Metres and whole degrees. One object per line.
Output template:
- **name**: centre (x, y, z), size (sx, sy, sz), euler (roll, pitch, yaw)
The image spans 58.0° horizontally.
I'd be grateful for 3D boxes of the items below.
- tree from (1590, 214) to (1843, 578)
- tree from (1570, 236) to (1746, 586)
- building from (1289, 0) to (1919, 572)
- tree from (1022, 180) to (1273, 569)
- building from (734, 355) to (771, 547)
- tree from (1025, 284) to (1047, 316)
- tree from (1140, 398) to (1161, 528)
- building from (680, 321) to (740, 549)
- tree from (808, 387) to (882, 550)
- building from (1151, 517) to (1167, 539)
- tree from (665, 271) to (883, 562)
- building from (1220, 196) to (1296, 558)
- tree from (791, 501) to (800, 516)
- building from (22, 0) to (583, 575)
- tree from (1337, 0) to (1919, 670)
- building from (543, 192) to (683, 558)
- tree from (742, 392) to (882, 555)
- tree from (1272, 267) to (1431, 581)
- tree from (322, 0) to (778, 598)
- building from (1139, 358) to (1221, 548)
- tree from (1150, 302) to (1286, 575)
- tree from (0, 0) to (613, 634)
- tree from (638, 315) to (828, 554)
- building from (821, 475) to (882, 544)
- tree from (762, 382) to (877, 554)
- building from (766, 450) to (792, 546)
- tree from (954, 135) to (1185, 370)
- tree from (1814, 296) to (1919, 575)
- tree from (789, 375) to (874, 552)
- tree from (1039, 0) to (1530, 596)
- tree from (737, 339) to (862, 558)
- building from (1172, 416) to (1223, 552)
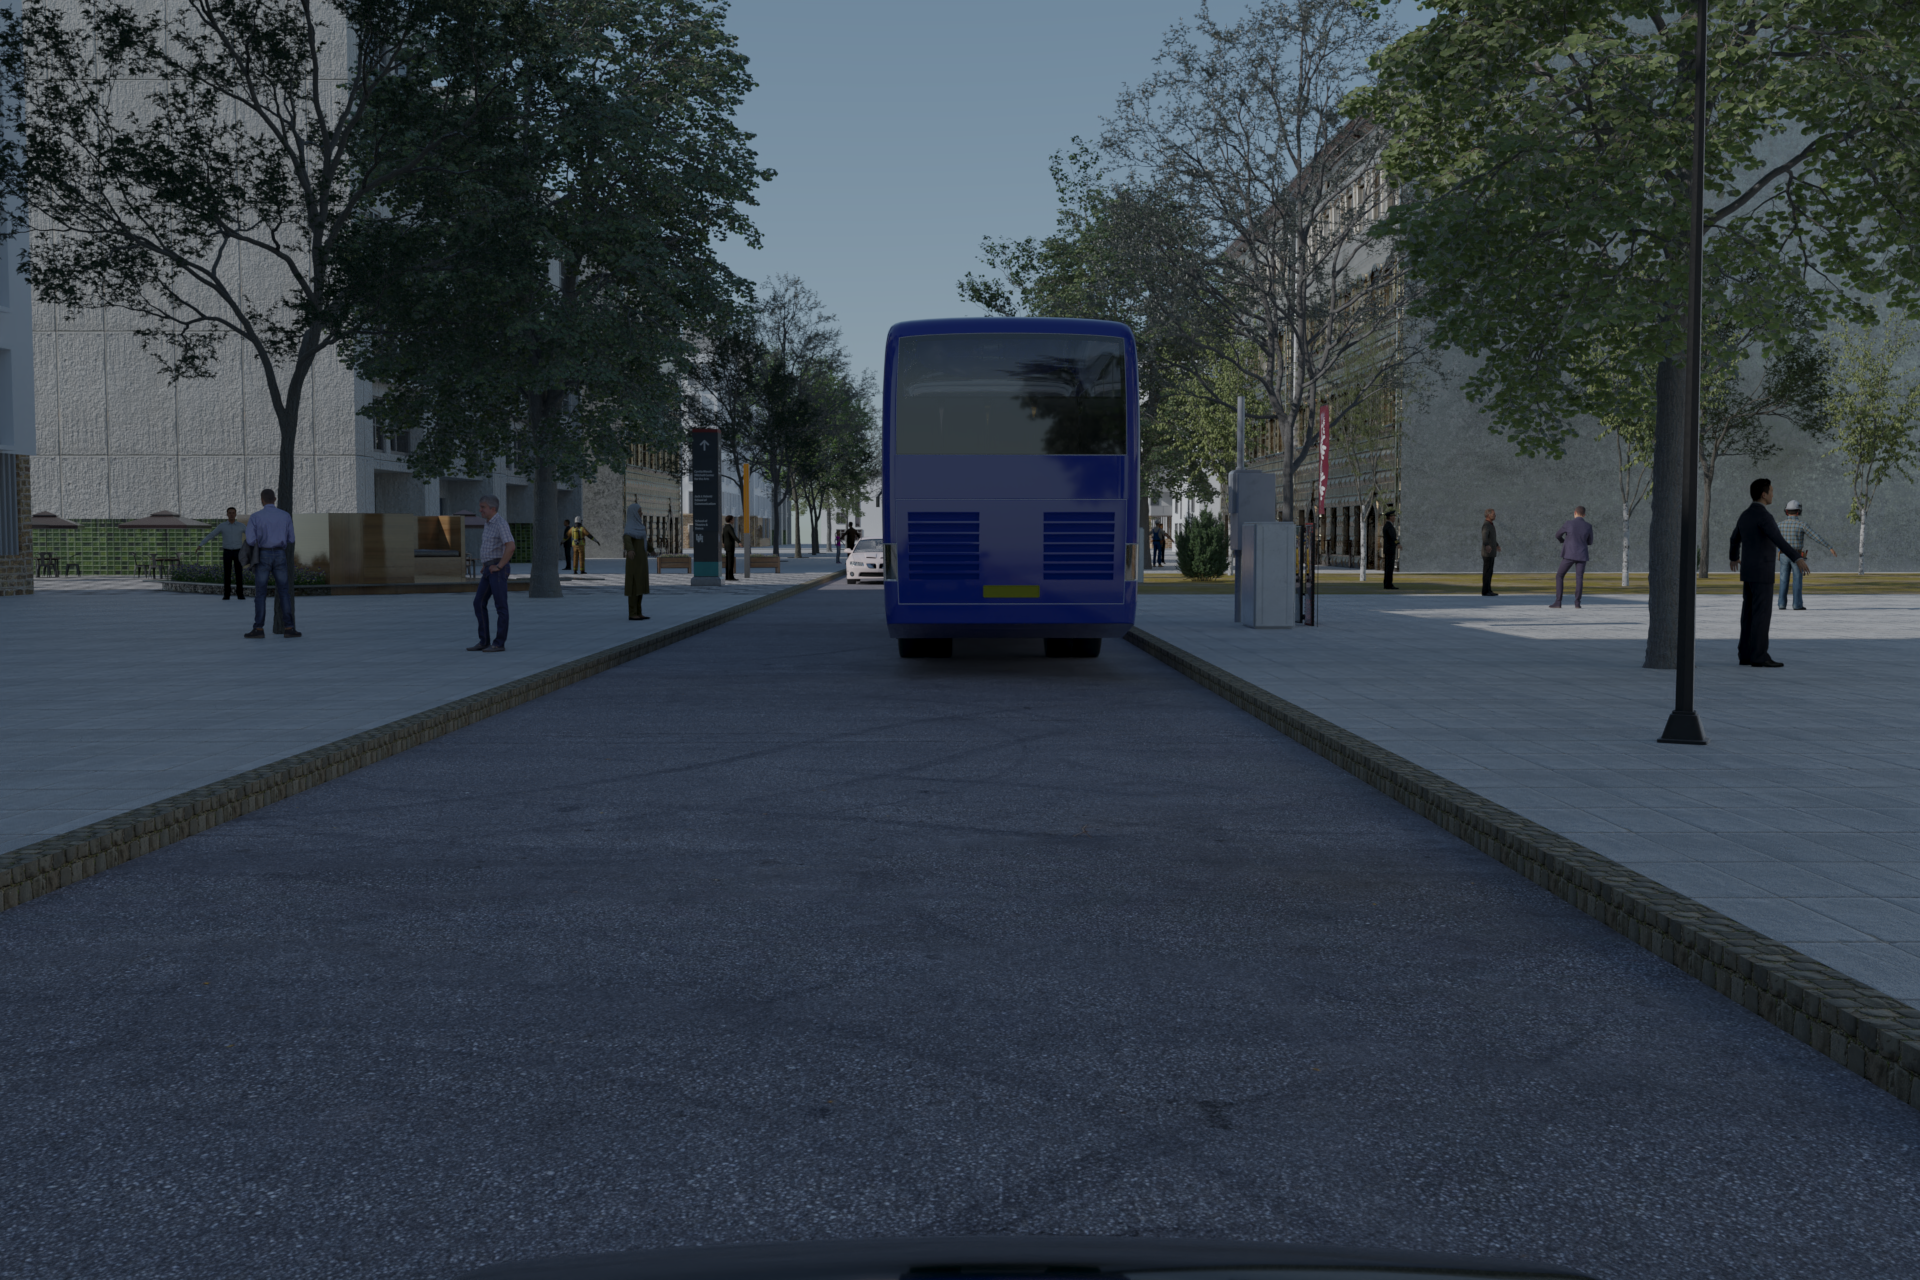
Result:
- **tree**: centre (21.955, -7.075, 50.092), size (7.601, 10.594, 8.767), euler (-1, 4, -13)
- **tree**: centre (16.550, -5.625, 42.330), size (4.737, 8.622, 4.395), euler (0, 3, 0)
- **building**: centre (23.894, -14.409, 66.510), size (19.493, 23.208, 18.063), euler (0, 3, 0)
- **tree**: centre (6.779, -9.554, 62.867), size (9.857, 13.997, 8.962), euler (0, 3, 0)
- **building**: centre (-25.185, -19.297, 171.927), size (16.016, 20.090, 11.380), euler (0, 4, 1)
- **tree**: centre (5.610, -16.794, 130.472), size (12.611, 20.169, 13.585), euler (0, 3, 0)
- **tree**: centre (6.854, -7.569, 74.109), size (4.360, 8.622, 3.978), euler (0, 3, 0)
- **building**: centre (-26.187, -18.252, 154.846), size (16.016, 20.090, 11.380), euler (0, 4, -1)
- **tree**: centre (-9.186, -14.024, 139.656), size (12.009, 13.543, 11.850), euler (0, 3, 0)
- **building**: centre (23.172, -14.846, 184.885), size (9.099, 9.664, 28.070), euler (0, 4, -1)
- **tree**: centre (-8.420, -10.386, 80.186), size (12.009, 13.543, 11.850), euler (0, 3, 0)
- **building**: centre (23.836, -15.637, 86.598), size (19.493, 23.208, 18.063), euler (0, 4, -1)
- **tree**: centre (-23.669, -17.367, 234.319), size (4.737, 8.622, 4.395), euler (0, 3, 0)
- **building**: centre (-26.941, -12.378, 68.830), size (16.747, 18.905, 31.486), euler (0, 4, 0)
- **tree**: centre (6.859, -5.974, 15.803), size (7.486, 12.596, 7.792), euler (0, 3, 0)
- **building**: centre (-26.991, -16.490, 100.542), size (19.493, 23.208, 18.063), euler (0, 4, 0)
- **tree**: centre (-8.892, -10.426, 104.879), size (8.767, 10.594, 7.601), euler (-1, 4, -14)
- **tree**: centre (11.240, -5.931, 47.327), size (4.360, 8.622, 3.978), euler (0, 3, 0)
- **tree**: centre (-8.516, -7.838, 34.809), size (9.857, 13.997, 8.962), euler (0, 3, 0)
- **building**: centre (21.816, -18.958, 166.389), size (16.016, 20.090, 11.380), euler (0, 3, 0)
- **tree**: centre (8.214, -6.309, 53.521), size (4.737, 8.622, 4.395), euler (0, 3, 0)
- **tree**: centre (-8.652, -5.335, 21.634), size (8.767, 10.594, 7.601), euler (-1, 4, -12)
- **tree**: centre (-8.605, -8.204, 68.545), size (7.601, 10.594, 8.767), euler (2, 4, 33)
- **building**: centre (-4.098, -17.585, 232.113), size (28.070, 9.664, 9.099), euler (0, 4, 7)
- **tree**: centre (-9.366, -11.515, 114.018), size (9.928, 11.665, 9.643), euler (0, 3, 0)
- **building**: centre (-29.336, -20.583, 202.987), size (16.747, 18.905, 31.486), euler (0, 4, -1)
- **tree**: centre (5.449, -14.036, 85.383), size (12.611, 20.169, 13.585), euler (0, 3, 0)
- **tree**: centre (28.822, -6.381, 54.685), size (4.737, 8.622, 4.395), euler (0, 3, 0)
- **tree**: centre (-9.777, -12.590, 123.965), size (7.486, 12.596, 7.792), euler (0, 3, 0)
- **tree**: centre (6.955, -7.687, 36.061), size (12.009, 13.543, 11.850), euler (0, 3, 0)
- **tree**: centre (-8.822, -10.199, 92.505), size (9.928, 11.665, 9.643), euler (0, 3, 0)
- **building**: centre (20.272, -10.559, 114.784), size (9.099, 9.664, 28.070), euler (0, 4, 0)
